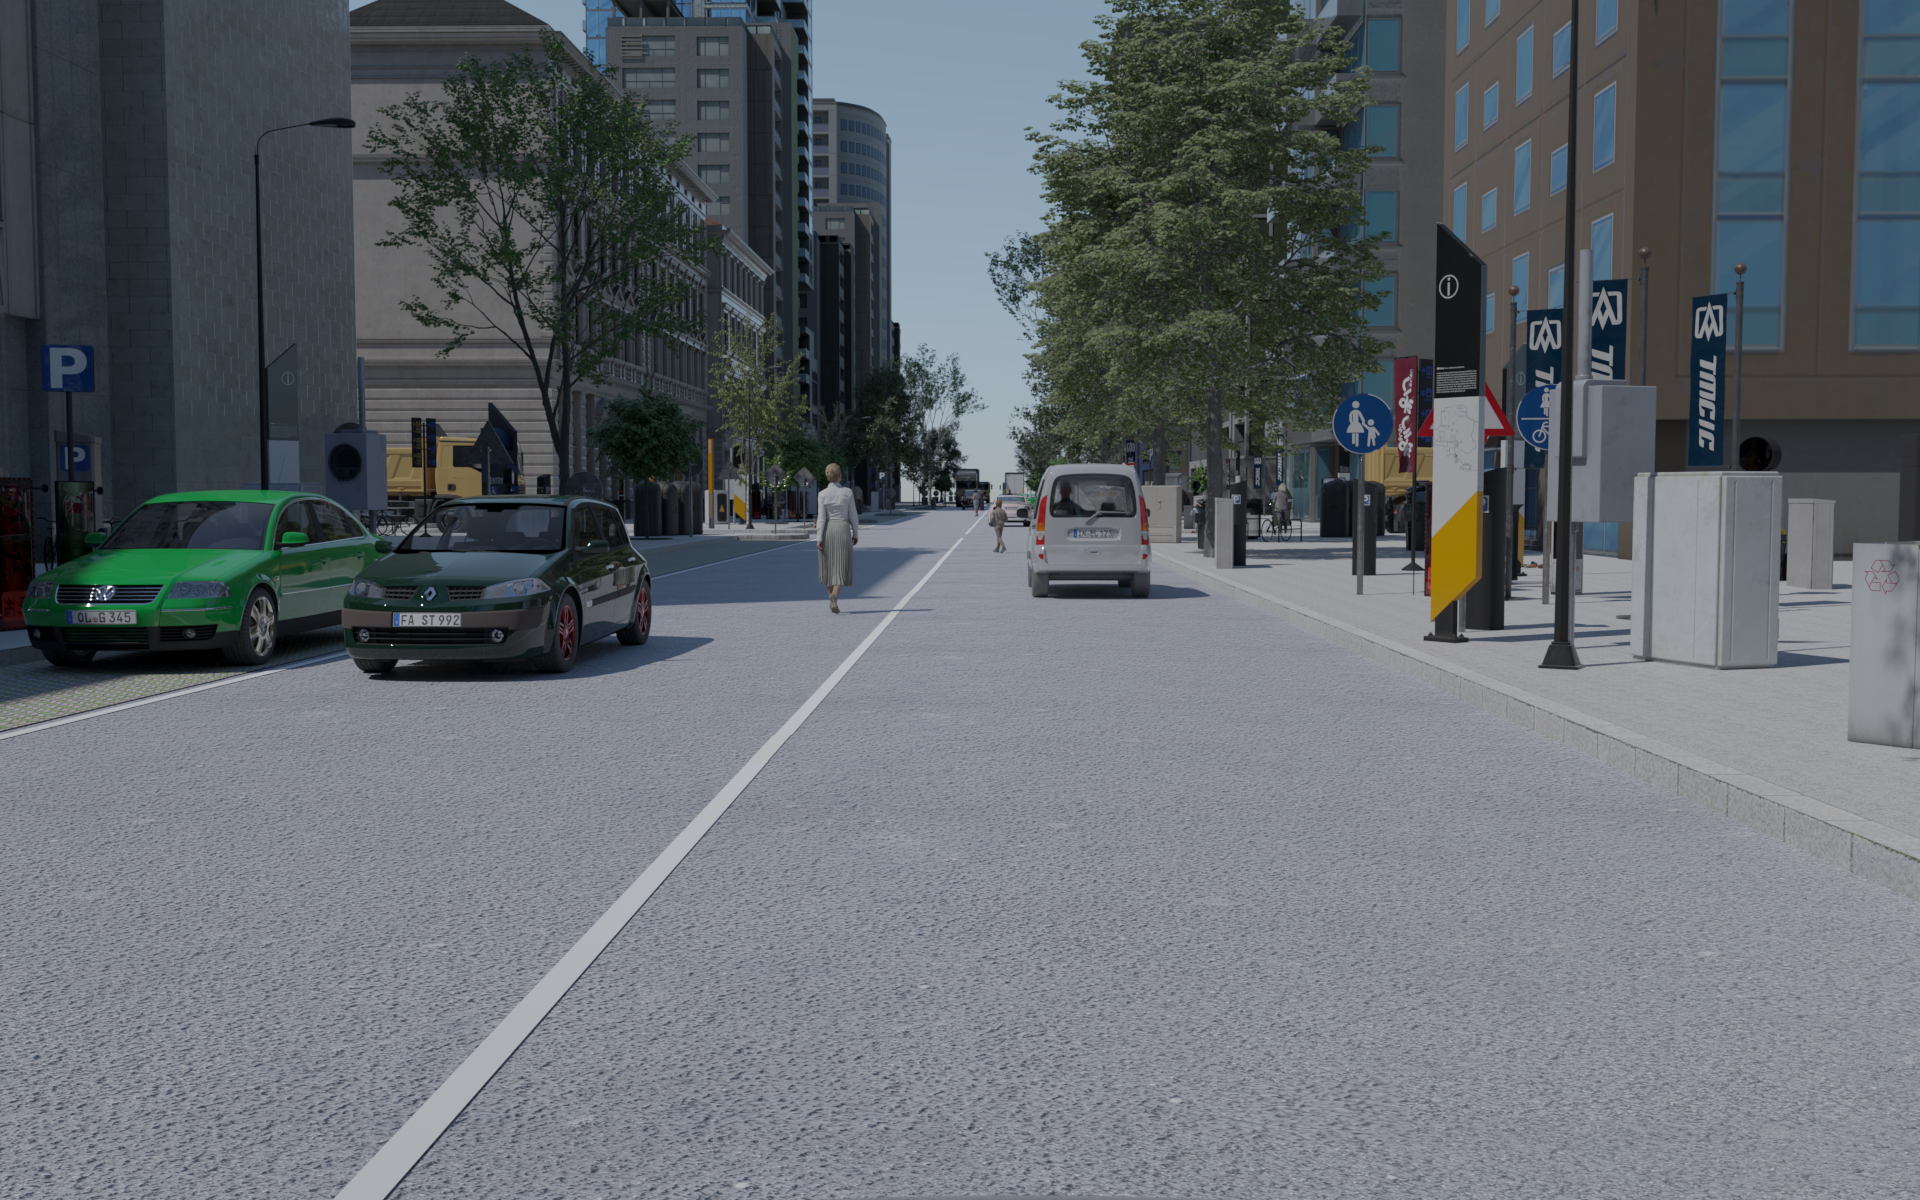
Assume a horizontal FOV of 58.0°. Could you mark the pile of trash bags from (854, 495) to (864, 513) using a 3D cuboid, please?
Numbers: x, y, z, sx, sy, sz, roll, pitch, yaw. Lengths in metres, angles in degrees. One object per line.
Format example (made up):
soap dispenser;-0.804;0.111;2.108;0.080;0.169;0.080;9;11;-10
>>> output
pile of trash bags;-7.405;-6.615;117.910;1.912;1.369;3.447;-2;4;-26

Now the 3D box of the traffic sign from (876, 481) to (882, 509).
traffic sign;-6.273;-7.998;132.898;0.606;2.300;0.079;0;4;6

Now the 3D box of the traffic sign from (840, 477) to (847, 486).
traffic sign;-7.051;-6.265;102.535;0.768;2.556;0.104;0;4;5

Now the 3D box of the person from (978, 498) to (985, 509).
person;2.003;-9.553;165.635;0.756;1.711;0.436;1;4;20

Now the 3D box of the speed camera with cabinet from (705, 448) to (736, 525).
speed camera with cabinet;-9.983;-4.849;73.614;0.660;3.252;2.038;2;4;31

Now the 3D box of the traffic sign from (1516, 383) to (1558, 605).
traffic sign;6.809;-1.220;20.060;0.768;2.556;0.104;0;4;7

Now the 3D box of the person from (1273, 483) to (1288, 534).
person;10.926;-3.085;59.115;0.537;1.800;0.526;0;4;-3

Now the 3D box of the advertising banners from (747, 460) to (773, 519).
advertising banners;-10.308;-5.613;87.955;2.074;3.025;0.090;1;4;22

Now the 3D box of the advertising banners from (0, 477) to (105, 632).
advertising banners;-8.872;-1.225;16.212;0.090;3.025;2.074;1;4;19

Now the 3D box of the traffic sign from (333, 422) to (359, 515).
traffic sign;-10.825;-1.878;30.806;0.768;2.556;0.104;0;4;3

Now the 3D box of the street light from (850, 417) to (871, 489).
street light;-6.022;-8.045;104.081;1.470;5.913;1.316;0;4;1

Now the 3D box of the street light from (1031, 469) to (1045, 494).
street light;7.885;-12.254;172.891;1.470;5.913;1.316;0;4;1

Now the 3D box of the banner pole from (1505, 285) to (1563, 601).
banner pole;6.835;-1.880;20.760;0.863;3.779;0.401;3;4;36

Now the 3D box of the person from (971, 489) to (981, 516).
person;1.042;-6.292;111.738;0.716;1.782;0.532;-3;5;-40

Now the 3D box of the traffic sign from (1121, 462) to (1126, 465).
traffic sign;5.171;-3.129;54.807;0.795;2.450;0.064;0;4;1

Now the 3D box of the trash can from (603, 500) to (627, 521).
trash can;-8.394;-1.839;41.728;0.748;1.137;0.748;0;3;0

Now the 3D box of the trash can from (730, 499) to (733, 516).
trash can;-13.334;-5.454;100.833;0.748;1.137;0.748;0;3;0

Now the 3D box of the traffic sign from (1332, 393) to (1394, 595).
traffic sign;5.096;-1.339;21.991;0.768;2.556;0.104;0;4;3

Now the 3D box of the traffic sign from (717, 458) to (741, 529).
traffic sign;-8.386;-3.842;62.827;0.884;2.594;0.081;0;4;5

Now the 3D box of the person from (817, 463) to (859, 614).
person;-1.486;-0.733;20.705;0.478;1.798;0.641;1;4;11

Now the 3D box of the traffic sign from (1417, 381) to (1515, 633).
traffic sign;4.656;-0.978;15.995;0.884;2.594;0.081;0;4;5

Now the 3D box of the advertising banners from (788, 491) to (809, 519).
advertising banners;-8.532;-5.634;88.310;0.090;3.025;2.074;3;5;44

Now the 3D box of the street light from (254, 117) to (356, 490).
street light;-8.142;-2.995;21.515;1.470;5.913;1.316;0;4;1

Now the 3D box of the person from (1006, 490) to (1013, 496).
person;4.492;-9.003;155.704;1.348;1.823;0.705;-2;4;-27

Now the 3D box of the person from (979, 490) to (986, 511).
person;1.990;-8.582;149.266;0.568;1.767;0.683;1;4;15

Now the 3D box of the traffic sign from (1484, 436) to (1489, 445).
traffic sign;6.684;-1.411;23.178;0.768;2.556;0.104;0;4;6

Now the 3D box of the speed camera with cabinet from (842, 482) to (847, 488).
speed camera with cabinet;-8.208;-8.211;128.579;0.660;3.252;2.038;2;4;24

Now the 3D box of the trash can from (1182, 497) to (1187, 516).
trash can;12.884;-5.442;100.623;0.748;1.137;0.748;0;3;0

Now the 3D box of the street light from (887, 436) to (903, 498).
street light;-5.262;-10.210;139.469;1.470;5.913;1.316;0;4;1

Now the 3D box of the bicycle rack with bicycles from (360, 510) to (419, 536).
bicycle rack with bicycles;-18.178;-2.441;53.292;2.925;0.926;2.852;-1;4;-19

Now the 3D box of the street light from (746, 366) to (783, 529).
street light;-7.110;-5.529;62.934;1.470;5.913;1.316;0;4;1

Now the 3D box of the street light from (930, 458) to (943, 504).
street light;-3.174;-15.316;222.949;1.470;5.913;1.316;0;4;1

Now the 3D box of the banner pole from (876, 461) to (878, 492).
banner pole;-6.327;-8.690;132.096;0.401;3.779;0.863;0;4;-2

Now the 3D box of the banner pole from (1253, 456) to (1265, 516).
banner pole;17.285;-6.705;99.650;0.863;3.779;0.401;0;4;5

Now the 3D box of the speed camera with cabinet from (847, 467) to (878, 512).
speed camera with cabinet;-6.978;-8.031;125.643;2.038;3.252;0.660;-1;4;-14

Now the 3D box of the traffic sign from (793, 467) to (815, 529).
traffic sign;-5.672;-3.635;63.081;0.795;2.450;0.064;0;4;1

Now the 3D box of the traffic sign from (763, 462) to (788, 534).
traffic sign;-5.869;-3.147;55.098;0.795;2.450;0.064;0;4;1

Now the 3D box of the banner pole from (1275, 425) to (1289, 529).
banner pole;11.730;-4.469;63.084;0.401;3.779;0.863;-2;4;-23

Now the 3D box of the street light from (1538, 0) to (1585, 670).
street light;3.903;-2.453;12.640;1.470;5.913;1.316;0;4;1

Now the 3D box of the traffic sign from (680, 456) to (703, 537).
traffic sign;-7.994;-3.136;51.385;0.768;2.556;0.104;0;4;5

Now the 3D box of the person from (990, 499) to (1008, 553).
person;0.937;-1.796;42.135;0.475;1.303;0.640;-3;4;-36

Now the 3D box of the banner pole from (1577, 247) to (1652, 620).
banner pole;6.748;-1.699;17.788;0.863;3.779;0.401;2;4;30

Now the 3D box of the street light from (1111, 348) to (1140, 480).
street light;5.033;-4.993;54.177;1.470;5.913;1.316;0;4;1

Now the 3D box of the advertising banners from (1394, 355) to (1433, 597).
advertising banners;5.928;-1.542;21.407;0.090;3.025;2.074;-1;4;-19

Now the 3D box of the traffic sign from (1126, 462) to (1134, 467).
traffic sign;6.904;-4.248;69.565;0.768;2.556;0.104;0;4;7

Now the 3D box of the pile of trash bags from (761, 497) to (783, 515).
pile of trash bags;-11.273;-5.797;104.528;3.447;1.369;1.912;-2;4;-24

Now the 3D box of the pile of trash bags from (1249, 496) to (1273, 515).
pile of trash bags;18.232;-5.876;105.831;1.912;1.369;3.447;-3;5;-42

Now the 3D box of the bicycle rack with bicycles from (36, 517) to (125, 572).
bicycle rack with bicycles;-13.045;-0.847;27.235;2.852;0.926;2.925;-2;4;-32

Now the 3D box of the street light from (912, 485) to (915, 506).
street light;-4.298;-12.744;180.901;1.470;5.913;1.316;0;4;1

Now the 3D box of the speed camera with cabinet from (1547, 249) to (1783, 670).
speed camera with cabinet;5.464;-1.174;13.529;0.660;3.252;2.038;-1;4;-18

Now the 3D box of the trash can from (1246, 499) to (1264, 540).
trash can;8.222;-2.288;49.060;0.748;1.137;0.748;0;3;0

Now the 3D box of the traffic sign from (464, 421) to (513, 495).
traffic sign;-8.365;-1.879;30.732;0.884;2.594;0.081;0;4;3

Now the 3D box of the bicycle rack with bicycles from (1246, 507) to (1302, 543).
bicycle rack with bicycles;7.866;-2.034;46.631;2.852;0.926;2.925;2;4;31

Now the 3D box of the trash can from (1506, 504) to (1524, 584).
trash can;7.628;-0.795;24.647;0.748;1.137;0.748;0;3;0

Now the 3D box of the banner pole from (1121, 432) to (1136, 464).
banner pole;6.790;-4.910;70.296;0.863;3.779;0.401;-2;4;-26

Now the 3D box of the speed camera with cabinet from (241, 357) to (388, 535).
speed camera with cabinet;-9.355;-1.879;25.055;2.038;3.252;0.660;1;4;13

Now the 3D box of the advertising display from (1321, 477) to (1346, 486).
advertising display;14.364;-3.757;66.640;0.974;1.923;0.123;-1;4;-13

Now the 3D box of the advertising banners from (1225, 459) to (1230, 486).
advertising banners;13.669;-5.505;86.201;0.090;3.025;2.074;3;4;36

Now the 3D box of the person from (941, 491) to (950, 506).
person;-1.849;-12.448;212.112;1.350;1.814;0.705;2;4;31

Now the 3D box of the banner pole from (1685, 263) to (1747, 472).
banner pole;8.353;-1.777;19.078;0.401;3.779;0.863;-2;4;-26
